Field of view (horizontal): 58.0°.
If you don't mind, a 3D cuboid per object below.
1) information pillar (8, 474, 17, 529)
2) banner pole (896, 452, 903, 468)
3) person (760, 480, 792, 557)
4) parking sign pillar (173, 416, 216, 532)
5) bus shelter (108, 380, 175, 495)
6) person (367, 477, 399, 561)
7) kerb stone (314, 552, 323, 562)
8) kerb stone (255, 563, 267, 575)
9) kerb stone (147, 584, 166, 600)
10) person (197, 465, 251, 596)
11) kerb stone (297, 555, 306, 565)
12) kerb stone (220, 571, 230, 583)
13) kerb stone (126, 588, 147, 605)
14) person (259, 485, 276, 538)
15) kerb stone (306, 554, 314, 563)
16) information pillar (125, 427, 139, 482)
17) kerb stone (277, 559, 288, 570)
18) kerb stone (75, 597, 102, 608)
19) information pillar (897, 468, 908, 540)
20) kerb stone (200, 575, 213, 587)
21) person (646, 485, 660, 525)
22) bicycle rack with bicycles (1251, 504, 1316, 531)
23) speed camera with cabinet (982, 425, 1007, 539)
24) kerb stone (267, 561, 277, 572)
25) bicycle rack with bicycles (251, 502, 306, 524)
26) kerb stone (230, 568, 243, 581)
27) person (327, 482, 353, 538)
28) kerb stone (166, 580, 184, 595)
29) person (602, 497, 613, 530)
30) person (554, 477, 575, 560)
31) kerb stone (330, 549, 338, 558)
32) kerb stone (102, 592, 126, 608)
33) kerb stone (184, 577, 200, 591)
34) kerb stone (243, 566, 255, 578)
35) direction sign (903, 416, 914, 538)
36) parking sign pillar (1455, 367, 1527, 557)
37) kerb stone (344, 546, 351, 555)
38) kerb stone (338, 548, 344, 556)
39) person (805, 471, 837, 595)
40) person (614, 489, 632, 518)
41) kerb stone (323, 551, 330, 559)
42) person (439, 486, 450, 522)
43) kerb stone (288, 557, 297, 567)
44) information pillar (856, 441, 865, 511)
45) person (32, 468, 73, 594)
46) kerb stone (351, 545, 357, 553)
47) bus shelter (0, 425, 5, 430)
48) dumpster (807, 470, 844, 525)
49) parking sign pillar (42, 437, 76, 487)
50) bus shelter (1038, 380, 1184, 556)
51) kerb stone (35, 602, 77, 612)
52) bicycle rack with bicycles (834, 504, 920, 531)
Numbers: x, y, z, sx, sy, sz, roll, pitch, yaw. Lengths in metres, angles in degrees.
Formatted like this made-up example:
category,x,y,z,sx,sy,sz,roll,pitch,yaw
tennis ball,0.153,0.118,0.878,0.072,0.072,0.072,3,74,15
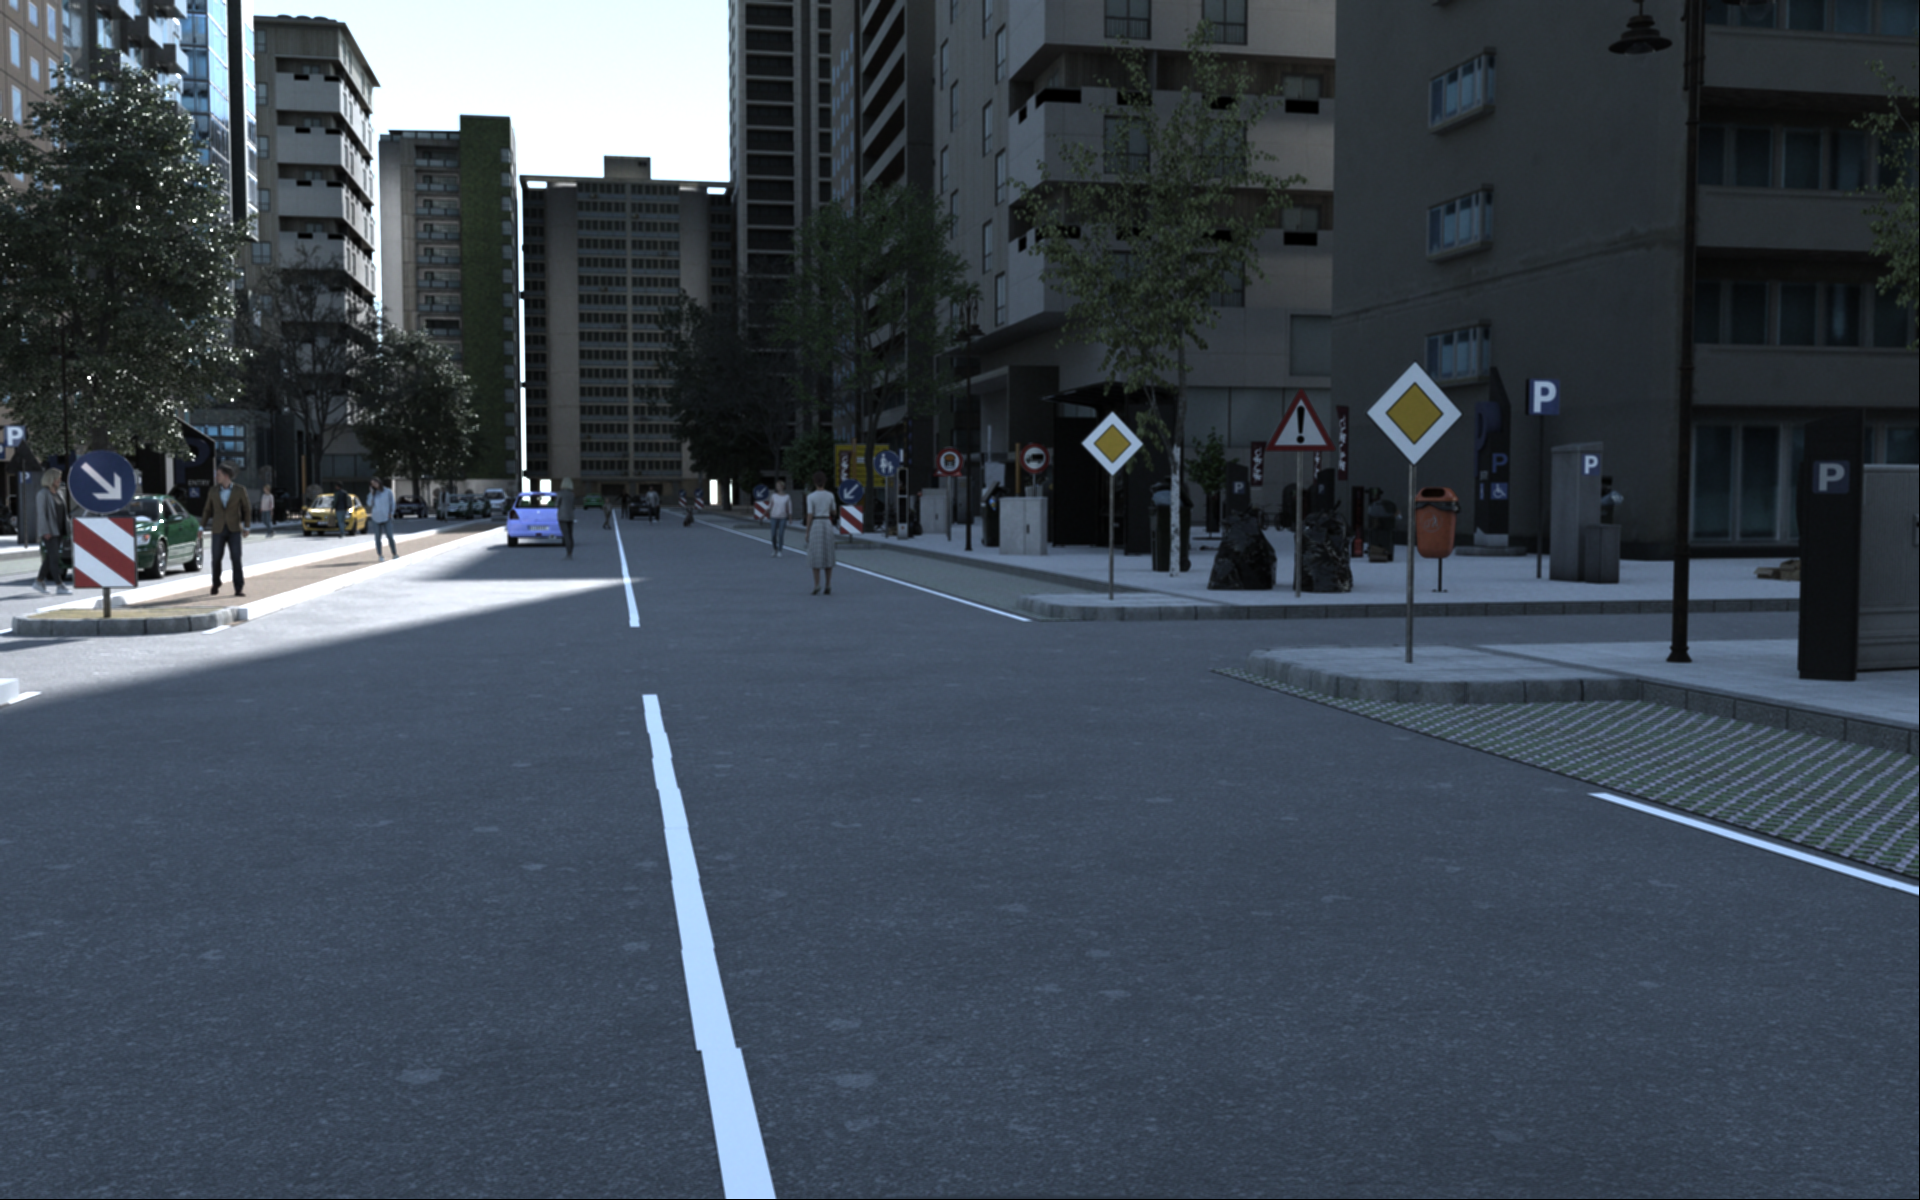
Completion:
category,x,y,z,sx,sy,sz,roll,pitch,yaw
information pillar,-35.218,-3.671,64.509,0.304,2.012,0.304,-1,4,-11
banner pole,-2.887,-6.087,89.543,0.863,3.779,0.401,0,4,-6
person,-4.188,-1.851,39.428,0.731,1.740,0.598,0,4,-5
parking sign pillar,-26.303,-4.347,59.542,1.447,3.967,1.447,-1,4,-13
bus shelter,-29.196,-5.181,62.335,2.179,5.291,8.768,-1,4,-11
person,-12.262,-1.717,36.844,0.793,1.790,0.793,-3,5,-41
kerb stone,-13.718,-0.889,36.734,0.120,0.150,1.000,-1,4,-11
kerb stone,-12.495,-0.521,30.707,0.120,0.150,1.000,-1,4,-11
kerb stone,-11.073,-0.090,23.662,0.120,0.150,1.000,-1,4,-11
person,-10.318,-0.971,24.283,0.656,1.842,0.836,-3,5,-45
kerb stone,-13.312,-0.767,34.730,0.120,0.150,1.000,-1,4,-11
kerb stone,-11.889,-0.329,27.680,0.120,0.150,1.000,-1,4,-11
kerb stone,-10.869,-0.028,22.651,0.120,0.150,1.000,-1,4,-11
person,-22.609,-2.901,56.602,0.731,1.740,0.598,1,4,20
kerb stone,-13.520,-0.828,35.731,0.120,0.150,1.000,-1,4,-11
information pillar,-27.329,-4.023,57.137,0.504,3.616,0.183,1,4,17
kerb stone,-12.905,-0.643,32.717,0.120,0.150,1.000,-1,4,-11
kerb stone,-10.466,0.095,20.646,0.120,0.150,1.000,-1,4,-11
information pillar,-1.618,-2.704,48.706,0.304,2.012,0.304,0,4,-5
kerb stone,-11.695,-0.274,26.673,0.120,0.150,1.000,-1,4,-11
person,-14.442,-4.470,81.425,0.661,1.843,0.795,1,4,12
bicycle rack with bicycles,11.692,-2.907,60.911,2.852,0.926,2.925,0,4,-7
speed camera with cabinet,0.982,-3.353,49.161,0.660,3.252,2.038,0,4,5
kerb stone,-12.706,-0.582,31.712,0.120,0.150,1.000,-1,4,-11
bicycle rack with bicycles,-30.964,-3.962,78.167,2.925,0.926,2.852,3,4,37
kerb stone,-12.088,-0.396,28.690,0.120,0.150,1.000,-1,4,-11
person,-20.313,-2.947,56.670,0.794,1.824,0.713,-3,5,-42
kerb stone,-11.279,-0.151,24.668,0.120,0.150,1.000,-1,4,-11
person,-14.276,-3.513,70.203,0.640,1.303,0.475,3,4,36
person,-8.621,-1.771,37.636,0.526,1.800,0.537,3,5,40
kerb stone,-14.118,-1.007,38.740,0.120,0.150,1.000,-1,4,-11
kerb stone,-10.666,0.033,21.649,0.120,0.150,1.000,-1,4,-11
kerb stone,-11.488,-0.212,25.672,0.120,0.150,1.000,-1,4,-11
kerb stone,-12.294,-0.458,29.691,0.120,0.150,1.000,-1,4,-11
direction sign,-1.524,-3.587,50.643,0.379,3.537,0.876,-1,4,-18
parking sign pillar,11.101,-2.914,36.121,1.447,3.967,1.447,0,4,4
kerb stone,-14.532,-1.133,40.751,0.120,0.150,1.000,-1,4,-11
kerb stone,-14.329,-1.073,39.743,0.120,0.150,1.000,-1,4,-11
person,-2.002,-0.958,24.730,0.480,1.755,0.524,-2,4,-28
person,-19.959,-5.742,102.911,1.217,1.766,0.721,0,4,6
kerb stone,-13.922,-0.943,37.736,0.120,0.150,1.000,-1,4,-11
person,-26.363,-4.901,88.501,0.514,1.842,0.818,-2,4,-28
kerb stone,-13.114,-0.705,33.720,0.120,0.150,1.000,-1,4,-11
information pillar,-4.239,-4.958,72.416,0.504,3.616,0.183,-1,4,-19
person,-12.996,-0.991,24.879,0.728,1.800,0.709,1,4,11
kerb stone,-14.735,-1.193,41.767,0.120,0.150,1.000,-1,4,-11
bus shelter,-22.624,-2.657,37.371,2.014,3.302,5.546,-1,4,-11
dumpster,-5.500,-4.230,71.651,1.502,2.255,1.985,-1,4,-12
parking sign pillar,-35.652,-4.907,68.704,1.447,3.967,1.447,2,4,34
bus shelter,3.331,-2.922,39.051,1.731,3.624,6.357,-1,4,-11
kerb stone,-10.264,0.159,19.642,0.120,0.150,1.000,-1,4,-11
bicycle rack with bicycles,-2.681,-2.903,60.839,2.925,0.926,2.852,1,4,14
